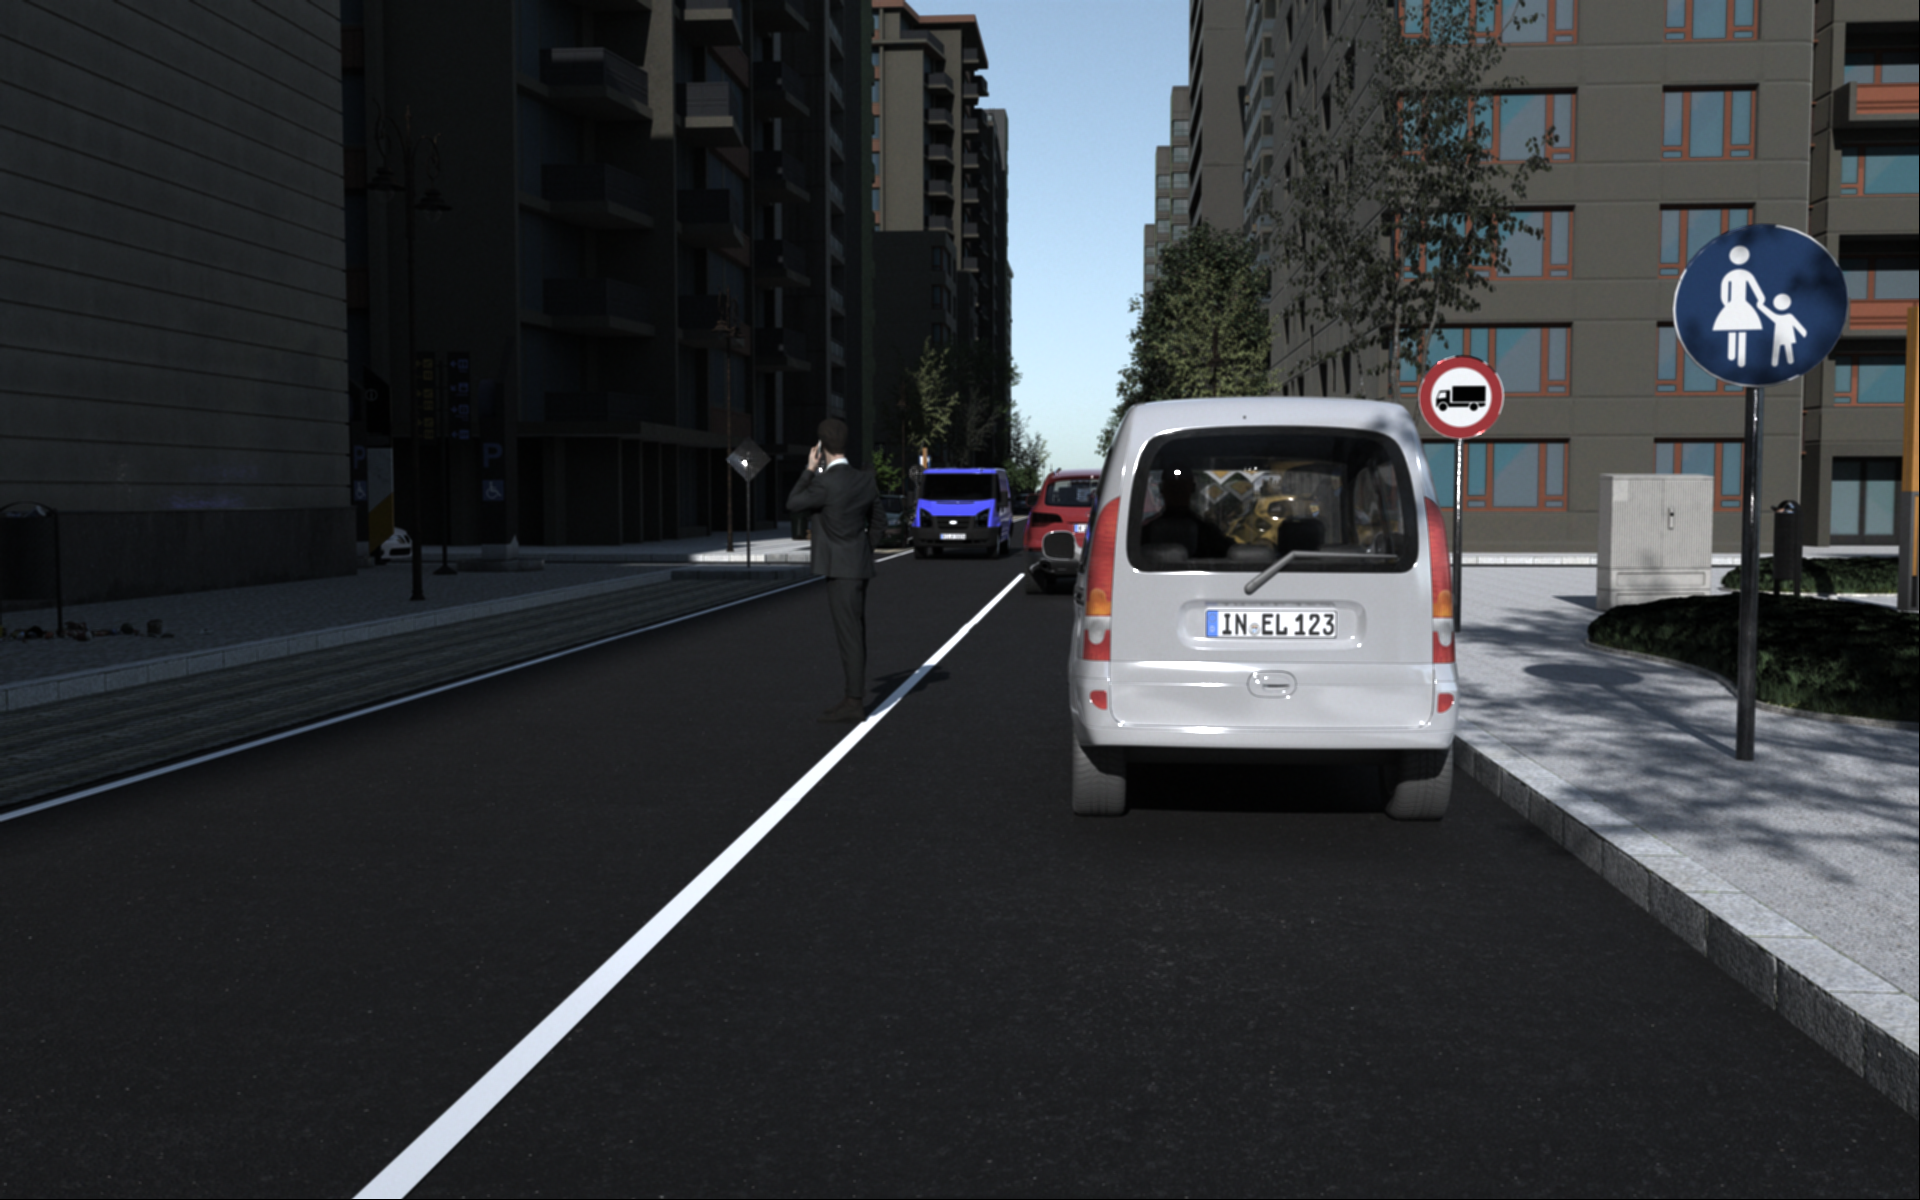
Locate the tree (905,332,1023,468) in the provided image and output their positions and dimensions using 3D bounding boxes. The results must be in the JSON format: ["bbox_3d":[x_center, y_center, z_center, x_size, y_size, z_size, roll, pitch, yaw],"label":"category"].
[{"bbox_3d":[0.088,-11.286,110.287,9.928,11.665,9.643,0,3,0],"label":"tree"}]

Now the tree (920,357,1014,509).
[{"bbox_3d":[-0.155,-8.737,93.209,4.360,8.622,3.978,0,3,0],"label":"tree"}]

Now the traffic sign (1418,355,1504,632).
[{"bbox_3d":[4.609,-0.973,16.015,0.768,2.556,0.104,0,4,5],"label":"traffic sign"}]

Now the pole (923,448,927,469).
[{"bbox_3d":[-1.537,-5.035,76.170,0.158,3.312,0.155,0,3,0],"label":"pole"}]

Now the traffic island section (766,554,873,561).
[{"bbox_3d":[-3.029,-0.968,38.108,2.009,0.180,2.903,0,4,5],"label":"traffic island section"}]

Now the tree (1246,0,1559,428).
[{"bbox_3d":[5.737,-4.404,22.370,4.360,8.622,3.978,0,3,0],"label":"tree"}]

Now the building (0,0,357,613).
[{"bbox_3d":[-22.107,-13.748,22.043,25.104,27.353,12.463,0,4,5],"label":"building"}]

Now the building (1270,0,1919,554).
[{"bbox_3d":[24.839,-12.532,49.946,28.899,21.520,27.650,0,4,5],"label":"building"}]

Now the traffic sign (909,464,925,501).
[{"bbox_3d":[-1.809,-4.503,73.728,0.768,2.556,0.104,1,4,9],"label":"traffic sign"}]

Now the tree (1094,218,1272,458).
[{"bbox_3d":[10.393,-9.484,72.077,9.611,12.733,9.660,0,3,0],"label":"tree"}]

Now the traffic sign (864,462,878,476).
[{"bbox_3d":[-3.316,-3.698,61.646,0.795,2.450,0.064,1,4,10],"label":"traffic sign"}]

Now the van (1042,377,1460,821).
[{"bbox_3d":[1.418,-0.122,9.015,2.013,2.044,4.112,0,4,4],"label":"van"}]

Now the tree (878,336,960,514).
[{"bbox_3d":[-2.092,-8.009,81.306,4.737,8.622,4.395,0,3,0],"label":"tree"}]

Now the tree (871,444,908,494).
[{"bbox_3d":[-3.072,-4.373,66.096,1.663,3.219,1.824,0,3,0],"label":"tree"}]

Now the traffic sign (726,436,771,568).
[{"bbox_3d":[-3.676,-1.617,30.087,0.795,2.450,0.064,0,4,5],"label":"traffic sign"}]

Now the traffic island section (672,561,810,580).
[{"bbox_3d":[-3.700,-0.481,30.151,2.009,0.180,2.903,0,4,5],"label":"traffic island section"}]

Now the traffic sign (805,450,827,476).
[{"bbox_3d":[-3.005,-2.104,38.044,0.795,2.450,0.064,0,4,5],"label":"traffic sign"}]

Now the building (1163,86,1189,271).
[{"bbox_3d":[28.330,-30.150,176.548,14.154,41.232,14.086,0,4,5],"label":"building"}]

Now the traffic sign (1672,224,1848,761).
[{"bbox_3d":[3.790,-0.500,8.286,0.768,2.556,0.104,1,4,14],"label":"traffic sign"}]

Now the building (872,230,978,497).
[{"bbox_3d":[-13.509,-17.386,129.294,27.650,21.520,28.899,0,4,5],"label":"building"}]

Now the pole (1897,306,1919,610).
[{"bbox_3d":[10.427,-1.535,18.941,0.158,3.312,0.155,0,3,0],"label":"pole"}]

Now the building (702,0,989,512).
[{"bbox_3d":[-8.921,-30.789,158.030,22.147,44.769,28.867,0,4,5],"label":"building"}]

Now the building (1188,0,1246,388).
[{"bbox_3d":[28.169,-30.889,128.743,21.300,48.544,21.600,0,4,5],"label":"building"}]

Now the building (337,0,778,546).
[{"bbox_3d":[-17.015,-24.492,55.072,22.147,44.769,28.867,0,4,5],"label":"building"}]

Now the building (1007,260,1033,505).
[{"bbox_3d":[-4.915,-34.825,261.272,32.217,40.220,23.993,0,4,5],"label":"building"}]

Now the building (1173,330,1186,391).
[{"bbox_3d":[32.702,-18.973,155.255,27.650,21.520,28.899,0,4,5],"label":"building"}]

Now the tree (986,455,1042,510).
[{"bbox_3d":[3.542,-9.585,140.429,4.285,4.588,4.351,0,3,0],"label":"tree"}]

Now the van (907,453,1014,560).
[{"bbox_3d":[0.101,-2.163,39.747,2.240,2.365,5.245,0,4,6],"label":"van"}]

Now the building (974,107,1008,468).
[{"bbox_3d":[-2.459,-30.313,179.212,14.154,41.232,14.086,0,4,5],"label":"building"}]

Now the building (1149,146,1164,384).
[{"bbox_3d":[30.093,-31.930,205.647,14.154,41.232,14.086,0,4,5],"label":"building"}]

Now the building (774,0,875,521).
[{"bbox_3d":[-12.046,-24.537,84.769,14.154,41.232,14.086,0,4,5],"label":"building"}]

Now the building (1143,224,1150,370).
[{"bbox_3d":[34.845,-35.438,263.000,14.154,41.232,14.086,0,4,5],"label":"building"}]

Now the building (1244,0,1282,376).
[{"bbox_3d":[28.460,-24.643,94.787,32.217,40.220,23.993,0,4,5],"label":"building"}]

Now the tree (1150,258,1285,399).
[{"bbox_3d":[8.132,-6.410,55.164,4.737,8.622,4.395,0,3,0],"label":"tree"}]
